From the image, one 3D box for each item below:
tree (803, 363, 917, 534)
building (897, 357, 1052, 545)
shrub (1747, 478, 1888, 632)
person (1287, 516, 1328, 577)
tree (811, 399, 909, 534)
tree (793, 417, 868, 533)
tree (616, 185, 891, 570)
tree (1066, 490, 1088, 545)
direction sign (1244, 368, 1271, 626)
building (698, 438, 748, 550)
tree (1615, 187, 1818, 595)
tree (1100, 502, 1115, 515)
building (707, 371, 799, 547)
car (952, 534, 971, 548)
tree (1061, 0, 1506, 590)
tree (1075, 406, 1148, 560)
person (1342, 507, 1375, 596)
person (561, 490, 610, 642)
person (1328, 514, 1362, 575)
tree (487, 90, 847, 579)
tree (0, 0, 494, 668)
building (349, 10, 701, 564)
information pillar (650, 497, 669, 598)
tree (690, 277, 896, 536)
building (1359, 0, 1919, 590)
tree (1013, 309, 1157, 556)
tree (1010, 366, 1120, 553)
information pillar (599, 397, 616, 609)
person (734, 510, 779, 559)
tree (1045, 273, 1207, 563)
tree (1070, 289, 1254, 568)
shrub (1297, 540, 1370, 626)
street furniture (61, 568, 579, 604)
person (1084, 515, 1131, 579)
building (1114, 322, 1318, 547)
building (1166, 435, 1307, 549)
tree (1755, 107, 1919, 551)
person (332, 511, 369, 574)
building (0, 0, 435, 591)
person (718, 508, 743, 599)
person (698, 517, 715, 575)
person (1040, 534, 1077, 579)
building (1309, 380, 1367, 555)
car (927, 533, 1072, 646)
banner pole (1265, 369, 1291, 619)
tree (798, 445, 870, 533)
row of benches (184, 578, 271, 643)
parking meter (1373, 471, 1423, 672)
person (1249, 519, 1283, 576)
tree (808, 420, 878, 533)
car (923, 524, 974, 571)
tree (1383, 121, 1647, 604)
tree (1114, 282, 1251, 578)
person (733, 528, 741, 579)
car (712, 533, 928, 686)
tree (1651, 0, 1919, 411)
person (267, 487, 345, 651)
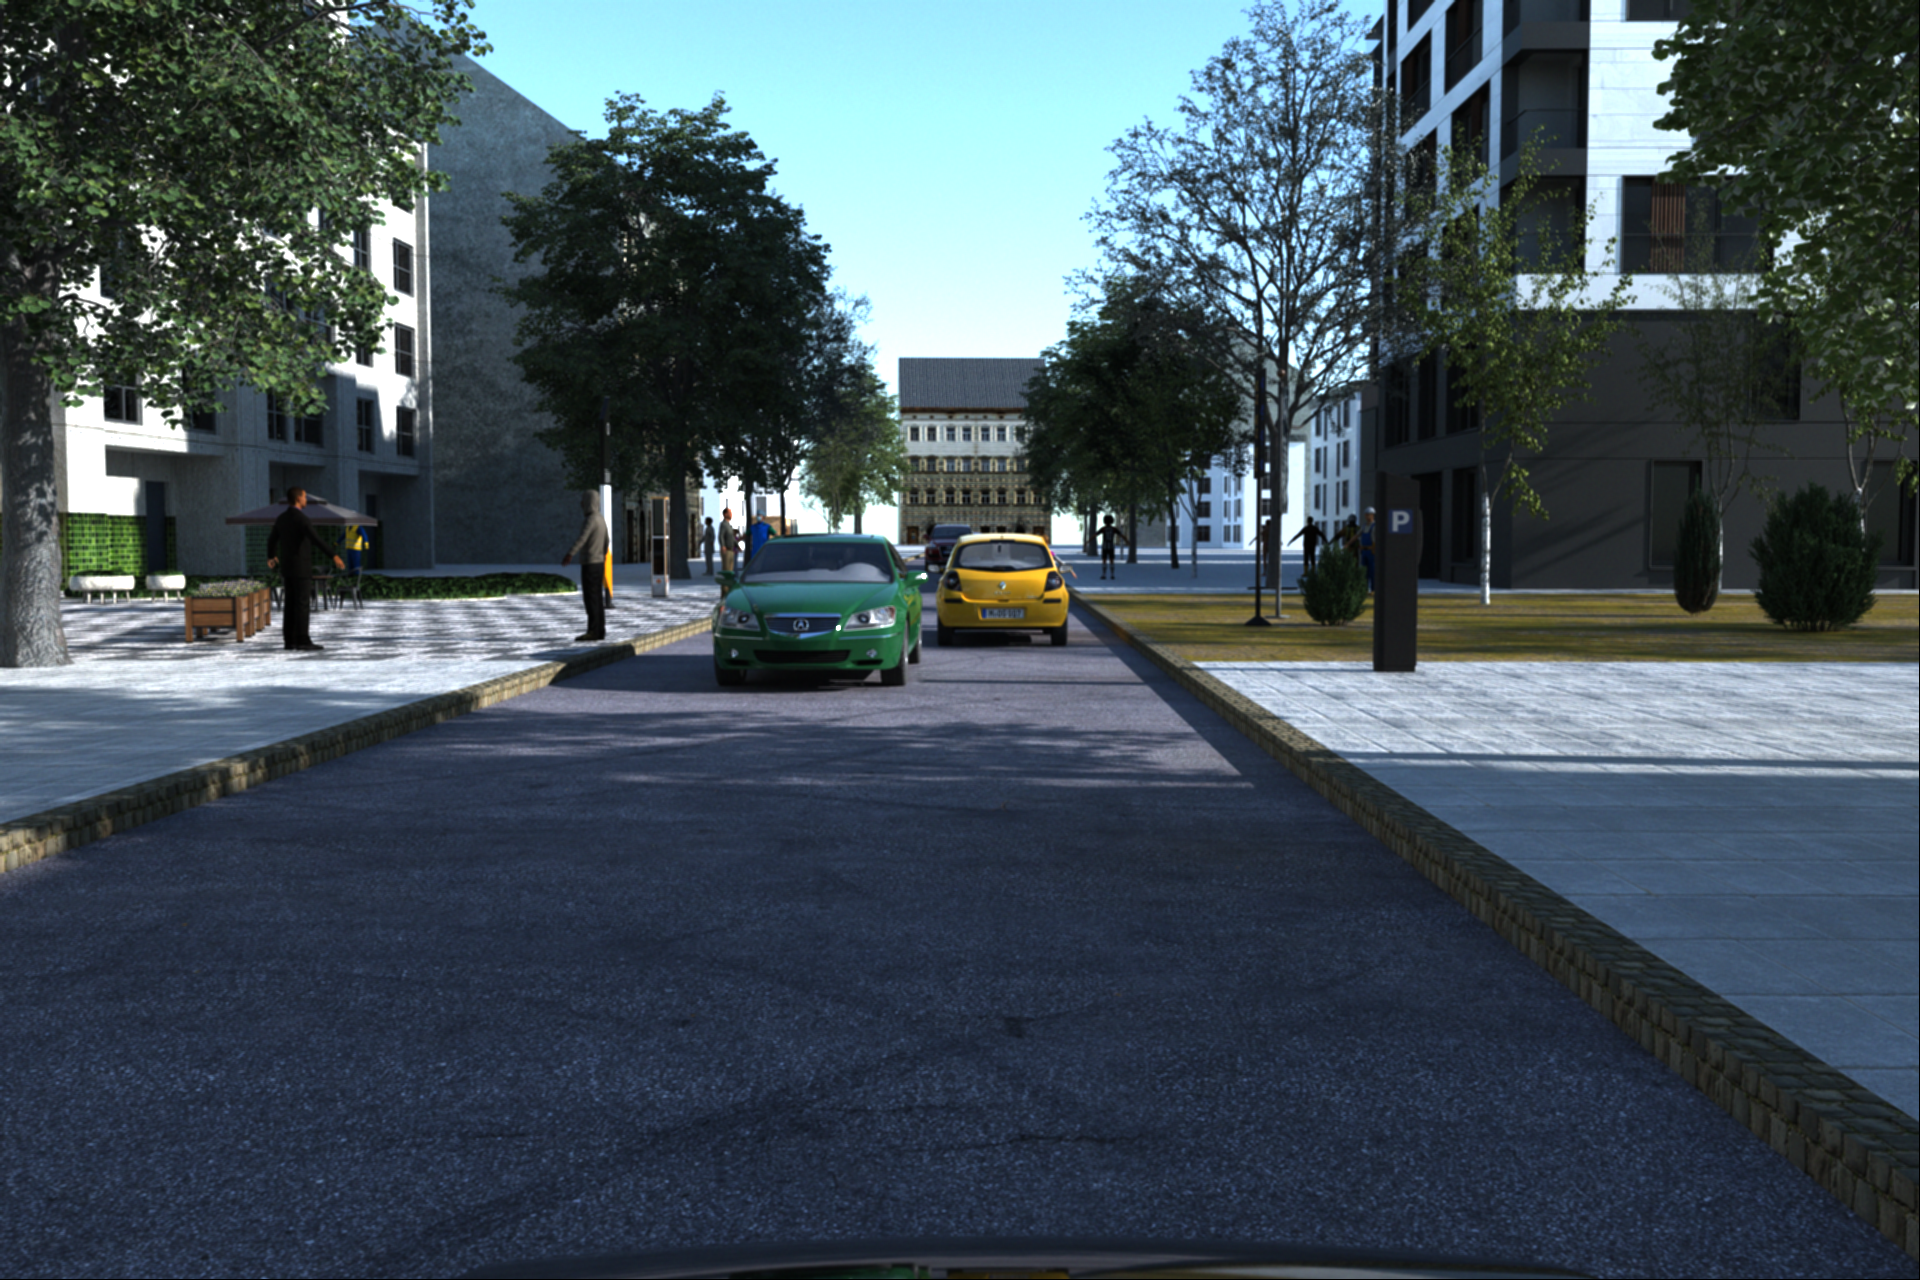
[{"bbox_3d":[-6.707,-12.047,115.088,7.486,12.596,7.792,0,3,0],"label":"tree"},{"bbox_3d":[1.429,-23.303,214.387,18.063,23.208,19.493,0,4,-3],"label":"building"},{"bbox_3d":[11.281,-1.127,22.846,1.690,2.028,1.600,0,3,0],"label":"shrub"},{"bbox_3d":[10.438,-2.790,51.761,1.346,1.812,0.704,-1,4,-14],"label":"person"},{"bbox_3d":[-7.276,-12.131,124.098,9.928,11.665,9.643,0,3,0],"label":"tree"},{"bbox_3d":[-6.665,-8.889,95.697,4.360,8.622,3.978,0,3,0],"label":"tree"},{"bbox_3d":[-7.449,-9.221,61.134,12.009,13.543,11.850,0,3,0],"label":"tree"},{"bbox_3d":[14.572,-15.851,209.529,4.737,8.622,4.395,0,3,0],"label":"tree"},{"bbox_3d":[4.164,-1.964,24.110,0.379,3.537,0.876,0,4,1],"label":"direction sign"},{"bbox_3d":[-23.508,-13.049,155.491,9.099,9.664,28.070,0,4,2],"label":"building"},{"bbox_3d":[16.227,-5.283,36.734,4.360,8.622,3.978,0,3,0],"label":"tree"},{"bbox_3d":[20.830,-17.144,214.721,7.601,10.594,8.767,0,4,4],"label":"tree"},{"bbox_3d":[-22.694,-19.507,175.364,16.016,20.090,11.380,0,4,1],"label":"building"},{"bbox_3d":[0.774,-2.977,60.470,2.131,1.459,4.920,0,4,1],"label":"car"},{"bbox_3d":[7.309,-7.903,39.585,12.009,13.543,11.850,0,3,0],"label":"tree"},{"bbox_3d":[7.959,-8.320,86.387,4.737,8.622,4.395,0,3,0],"label":"tree"},{"bbox_3d":[8.558,-1.861,36.282,0.705,1.847,1.347,-2,4,-33],"label":"person"},{"bbox_3d":[-4.445,-0.898,20.811,0.705,1.813,1.348,0,4,7],"label":"person"},{"bbox_3d":[11.075,-2.641,48.956,1.354,1.858,0.705,1,4,10],"label":"person"},{"bbox_3d":[-8.113,-8.701,48.911,9.857,13.997,8.962,0,3,0],"label":"tree"},{"bbox_3d":[-9.174,-6.717,16.472,9.857,13.997,8.962,0,3,0],"label":"tree"},{"bbox_3d":[-23.203,-15.352,81.929,19.493,23.208,18.063,0,4,2],"label":"building"},{"bbox_3d":[-6.044,-1.860,34.899,0.304,2.012,0.304,0,4,3],"label":"information pillar"},{"bbox_3d":[-7.963,-10.248,77.926,12.009,13.543,11.850,0,3,0],"label":"tree"},{"bbox_3d":[26.914,-12.930,55.382,27.936,21.610,32.646,0,4,1],"label":"building"},{"bbox_3d":[7.737,-11.817,99.867,9.857,13.997,8.962,0,3,0],"label":"tree"},{"bbox_3d":[8.528,-12.557,115.671,12.009,13.543,11.850,0,3,0],"label":"tree"},{"bbox_3d":[-6.024,-2.330,29.449,0.183,3.616,0.504,0,4,1],"label":"information pillar"},{"bbox_3d":[-4.427,-1.968,38.305,1.347,1.817,0.704,1,4,15],"label":"person"},{"bbox_3d":[7.573,-9.675,76.305,7.486,12.596,7.792,0,3,0],"label":"tree"},{"bbox_3d":[7.717,-7.955,64.469,7.601,10.594,8.767,1,4,18],"label":"tree"},{"bbox_3d":[5.225,-0.802,24.230,1.383,1.207,1.383,0,3,0],"label":"shrub"},{"bbox_3d":[-12.795,-1.193,35.128,10.072,0.657,5.734,-1,4,-16],"label":"street furniture"},{"bbox_3d":[4.215,-2.639,49.283,1.345,1.843,0.704,0,4,-4],"label":"person"},{"bbox_3d":[26.500,-21.599,184.078,19.493,23.208,18.063,0,4,1],"label":"building"},{"bbox_3d":[24.909,-13.334,160.165,9.099,9.664,28.070,0,4,1],"label":"building"},{"bbox_3d":[15.457,-4.833,29.387,4.737,8.622,4.395,0,3,0],"label":"tree"},{"bbox_3d":[-14.548,-2.172,41.477,1.349,1.833,0.705,2,4,35],"label":"person"},{"bbox_3d":[-28.066,-11.070,47.459,16.747,18.905,31.486,0,4,2],"label":"building"},{"bbox_3d":[-4.531,-1.690,33.909,0.705,1.796,1.348,0,4,7],"label":"person"},{"bbox_3d":[-7.839,-2.918,53.892,0.705,1.806,1.347,-2,4,-26],"label":"person"},{"bbox_3d":[1.289,-0.882,26.152,0.991,1.433,0.599,2,4,26],"label":"person"},{"bbox_3d":[26.011,-9.310,94.368,9.099,9.664,28.070,0,4,1],"label":"building"},{"bbox_3d":[0.550,-0.822,23.666,2.015,1.641,3.980,0,4,0],"label":"car"},{"bbox_3d":[4.865,-2.209,26.129,0.401,3.779,0.863,0,4,-1],"label":"banner pole"},{"bbox_3d":[-15.980,-18.346,210.320,12.009,13.543,11.850,0,3,0],"label":"tree"},{"bbox_3d":[-9.383,-0.420,22.332,1.422,0.672,4.104,-1,4,-17],"label":"row of benches"},{"bbox_3d":[4.080,-0.638,16.143,0.399,1.863,0.255,0,4,1],"label":"parking meter"},{"bbox_3d":[9.427,-2.844,53.295,1.217,1.733,0.721,-2,4,-24],"label":"person"},{"bbox_3d":[-7.101,-9.318,102.709,4.737,8.622,4.395,0,3,0],"label":"tree"},{"bbox_3d":[-0.298,-3.651,68.361,2.281,1.827,5.304,0,4,1],"label":"car"},{"bbox_3d":[9.825,-4.956,31.390,4.737,8.622,4.395,0,3,0],"label":"tree"},{"bbox_3d":[6.799,-6.143,50.800,4.737,8.622,4.395,0,3,0],"label":"tree"},{"bbox_3d":[-5.777,-2.121,43.940,0.599,1.433,0.991,-1,4,-19],"label":"person"},{"bbox_3d":[-1.368,-0.371,17.872,2.131,1.459,4.920,0,4,1],"label":"car"},{"bbox_3d":[6.526,-5.533,8.598,7.486,12.596,7.792,0,3,0],"label":"tree"},{"bbox_3d":[-7.306,-0.791,19.162,1.346,1.802,0.704,3,4,36],"label":"person"}]
